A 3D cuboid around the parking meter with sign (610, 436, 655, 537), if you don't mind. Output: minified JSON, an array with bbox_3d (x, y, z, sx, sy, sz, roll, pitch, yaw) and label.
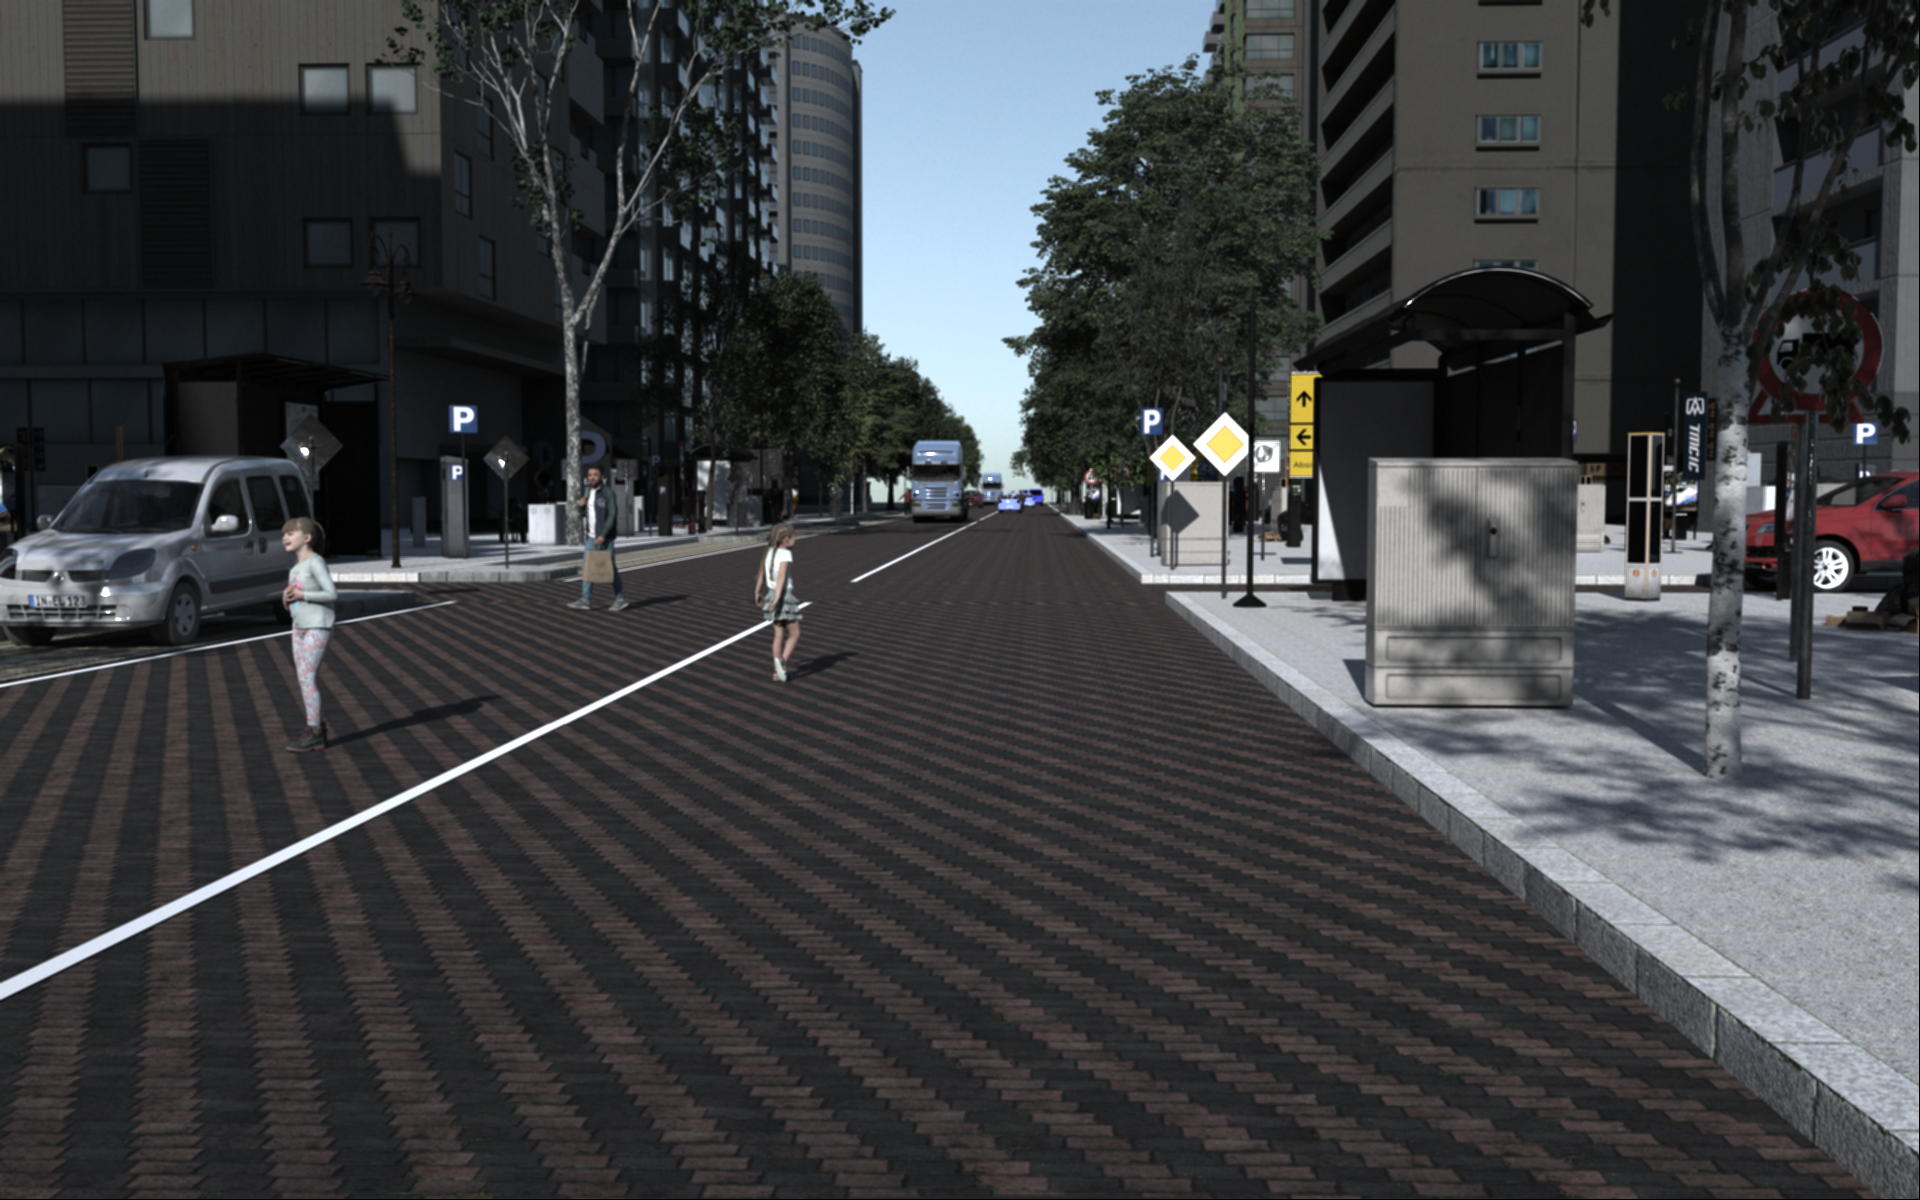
[{"bbox_3d":[-10.183,-3.422,52.205,1.738,3.016,0.543,-1,4,-10],"label":"parking meter with sign"}]

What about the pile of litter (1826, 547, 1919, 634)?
[{"bbox_3d":[8.945,-0.145,16.329,1.176,0.858,1.719,0,4,2],"label":"pile of litter"}]

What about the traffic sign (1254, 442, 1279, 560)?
[{"bbox_3d":[5.859,-1.916,33.463,0.606,2.300,0.079,1,4,9],"label":"traffic sign"}]

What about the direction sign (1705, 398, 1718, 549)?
[{"bbox_3d":[17.730,-2.973,40.610,0.379,3.537,0.876,0,4,-5],"label":"direction sign"}]

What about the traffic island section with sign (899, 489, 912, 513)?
[{"bbox_3d":[-3.527,-7.374,129.190,1.989,1.847,2.006,0,4,2],"label":"traffic island section with sign"}]

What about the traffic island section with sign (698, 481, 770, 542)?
[{"bbox_3d":[-6.802,-2.689,52.590,1.989,1.847,2.006,0,4,2],"label":"traffic island section with sign"}]

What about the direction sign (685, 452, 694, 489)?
[{"bbox_3d":[-14.328,-6.138,92.347,0.876,3.537,0.379,0,4,4],"label":"direction sign"}]

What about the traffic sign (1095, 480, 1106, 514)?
[{"bbox_3d":[7.325,-5.546,90.681,0.884,2.594,0.081,1,4,9],"label":"traffic sign"}]

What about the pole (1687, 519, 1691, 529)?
[{"bbox_3d":[26.832,-4.279,63.802,0.158,3.312,0.155,0,3,0],"label":"pole"}]

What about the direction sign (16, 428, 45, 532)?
[{"bbox_3d":[-31.666,-4.104,59.092,0.876,3.537,0.379,0,4,-7],"label":"direction sign"}]

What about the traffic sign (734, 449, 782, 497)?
[{"bbox_3d":[-9.174,-5.185,78.654,2.265,3.308,0.079,1,4,10],"label":"traffic sign"}]

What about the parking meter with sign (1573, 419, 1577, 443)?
[{"bbox_3d":[13.526,-2.722,40.763,1.738,3.016,0.543,2,4,31],"label":"parking meter with sign"}]

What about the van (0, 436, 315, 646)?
[{"bbox_3d":[-8.042,-0.647,17.590,2.013,2.044,4.112,0,4,2],"label":"van"}]

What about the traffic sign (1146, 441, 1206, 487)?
[{"bbox_3d":[8.147,-4.376,65.427,2.265,3.308,0.079,0,4,6],"label":"traffic sign"}]

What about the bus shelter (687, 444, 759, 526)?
[{"bbox_3d":[-9.809,-4.779,72.066,2.014,3.302,5.546,0,4,3],"label":"bus shelter"}]

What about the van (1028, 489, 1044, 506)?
[{"bbox_3d":[9.251,-12.800,213.660,2.240,2.365,5.245,0,4,1],"label":"van"}]

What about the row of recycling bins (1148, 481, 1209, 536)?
[{"bbox_3d":[7.010,-2.897,54.471,1.069,1.692,3.534,3,4,38],"label":"row of recycling bins"}]

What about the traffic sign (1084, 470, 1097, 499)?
[{"bbox_3d":[6.835,-5.494,89.934,0.768,2.556,0.104,0,4,5],"label":"traffic sign"}]

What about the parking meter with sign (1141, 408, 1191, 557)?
[{"bbox_3d":[4.455,-2.420,35.829,0.543,3.016,1.738,3,5,41],"label":"parking meter with sign"}]

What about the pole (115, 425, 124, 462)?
[{"bbox_3d":[-24.950,-3.526,51.493,0.158,3.312,0.155,0,3,0],"label":"pole"}]

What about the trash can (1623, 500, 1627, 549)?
[{"bbox_3d":[15.130,-1.645,38.542,0.748,1.137,0.748,0,3,0],"label":"trash can"}]

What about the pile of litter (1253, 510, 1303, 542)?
[{"bbox_3d":[8.651,-2.034,47.228,1.719,0.858,1.176,-2,4,-24],"label":"pile of litter"}]

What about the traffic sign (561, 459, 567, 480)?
[{"bbox_3d":[-11.222,-2.934,50.099,0.606,2.300,0.079,0,4,4],"label":"traffic sign"}]

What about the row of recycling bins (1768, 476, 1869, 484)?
[{"bbox_3d":[20.431,-2.004,39.883,3.534,1.692,1.069,1,4,9],"label":"row of recycling bins"}]

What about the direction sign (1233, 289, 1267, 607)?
[{"bbox_3d":[3.306,-1.692,19.657,0.379,3.537,0.876,1,4,10],"label":"direction sign"}]

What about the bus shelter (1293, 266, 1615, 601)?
[{"bbox_3d":[4.894,-1.482,18.162,2.014,3.302,5.546,0,4,3],"label":"bus shelter"}]

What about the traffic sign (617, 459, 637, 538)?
[{"bbox_3d":[-9.708,-2.959,50.502,0.606,2.300,0.079,0,4,3],"label":"traffic sign"}]

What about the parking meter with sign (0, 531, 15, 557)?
[{"bbox_3d":[-11.623,-1.417,19.421,1.738,3.016,0.543,-1,4,-15],"label":"parking meter with sign"}]

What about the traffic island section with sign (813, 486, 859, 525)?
[{"bbox_3d":[-5.662,-4.336,79.521,1.989,1.847,2.006,0,4,2],"label":"traffic island section with sign"}]

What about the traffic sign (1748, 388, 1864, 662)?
[{"bbox_3d":[6.378,-0.805,13.172,0.884,2.594,0.081,0,4,6],"label":"traffic sign"}]

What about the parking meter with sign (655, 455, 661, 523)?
[{"bbox_3d":[-13.949,-4.970,77.527,0.543,3.016,1.738,-2,4,-32],"label":"parking meter with sign"}]

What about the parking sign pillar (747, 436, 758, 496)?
[{"bbox_3d":[-9.725,-5.618,80.319,1.447,3.967,1.447,0,4,8],"label":"parking sign pillar"}]

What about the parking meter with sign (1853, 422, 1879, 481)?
[{"bbox_3d":[22.411,-2.848,42.819,0.543,3.016,1.738,2,4,31],"label":"parking meter with sign"}]

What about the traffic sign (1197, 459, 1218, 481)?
[{"bbox_3d":[8.831,-3.774,61.803,0.768,2.556,0.104,1,4,8],"label":"traffic sign"}]

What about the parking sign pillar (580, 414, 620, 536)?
[{"bbox_3d":[-11.435,-3.985,53.625,1.447,3.967,1.447,0,4,-5],"label":"parking sign pillar"}]

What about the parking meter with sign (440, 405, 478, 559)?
[{"bbox_3d":[-10.116,-2.355,34.759,0.543,3.016,1.738,-2,4,-27],"label":"parking meter with sign"}]

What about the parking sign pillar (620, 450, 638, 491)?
[{"bbox_3d":[-18.226,-6.475,94.341,1.447,3.967,1.447,-1,4,-13],"label":"parking sign pillar"}]

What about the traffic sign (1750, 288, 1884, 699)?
[{"bbox_3d":[5.286,-0.652,10.774,0.768,2.556,0.104,1,4,11],"label":"traffic sign"}]

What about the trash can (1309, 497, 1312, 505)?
[{"bbox_3d":[16.978,-4.336,82.542,0.748,1.137,0.748,0,3,0],"label":"trash can"}]

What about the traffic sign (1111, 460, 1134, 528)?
[{"bbox_3d":[6.148,-4.001,65.428,0.884,2.594,0.081,1,4,12],"label":"traffic sign"}]

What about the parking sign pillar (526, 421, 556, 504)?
[{"bbox_3d":[-15.500,-4.628,64.134,1.447,3.967,1.447,1,4,18],"label":"parking sign pillar"}]

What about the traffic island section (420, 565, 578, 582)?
[{"bbox_3d":[-7.788,-0.454,29.706,2.009,0.180,2.903,0,4,2],"label":"traffic island section"}]

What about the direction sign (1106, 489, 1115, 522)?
[{"bbox_3d":[6.912,-5.349,79.450,0.379,3.537,0.876,0,4,-1],"label":"direction sign"}]

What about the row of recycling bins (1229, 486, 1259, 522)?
[{"bbox_3d":[12.773,-4.520,81.022,1.069,1.692,3.534,3,5,43],"label":"row of recycling bins"}]

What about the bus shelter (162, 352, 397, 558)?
[{"bbox_3d":[-12.289,-2.478,31.806,1.731,3.624,6.357,0,4,3],"label":"bus shelter"}]

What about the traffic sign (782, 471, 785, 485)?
[{"bbox_3d":[-9.455,-5.730,93.791,0.768,2.556,0.104,0,4,8],"label":"traffic sign"}]

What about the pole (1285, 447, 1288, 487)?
[{"bbox_3d":[14.062,-4.929,74.428,0.158,3.312,0.155,0,3,0],"label":"pole"}]

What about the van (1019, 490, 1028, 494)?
[{"bbox_3d":[9.549,-15.255,253.797,2.240,2.365,5.245,0,4,4],"label":"van"}]

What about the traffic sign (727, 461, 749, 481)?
[{"bbox_3d":[-8.871,-4.224,69.066,0.884,2.594,0.081,0,4,5],"label":"traffic sign"}]

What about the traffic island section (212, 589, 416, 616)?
[{"bbox_3d":[-8.130,0.034,21.728,2.009,0.180,2.903,0,4,2],"label":"traffic island section"}]

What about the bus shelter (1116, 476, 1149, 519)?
[{"bbox_3d":[8.545,-5.564,84.890,2.014,3.302,5.546,0,4,2],"label":"bus shelter"}]

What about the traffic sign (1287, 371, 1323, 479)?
[{"bbox_3d":[6.550,-2.125,28.616,2.265,3.308,0.079,1,4,10],"label":"traffic sign"}]
